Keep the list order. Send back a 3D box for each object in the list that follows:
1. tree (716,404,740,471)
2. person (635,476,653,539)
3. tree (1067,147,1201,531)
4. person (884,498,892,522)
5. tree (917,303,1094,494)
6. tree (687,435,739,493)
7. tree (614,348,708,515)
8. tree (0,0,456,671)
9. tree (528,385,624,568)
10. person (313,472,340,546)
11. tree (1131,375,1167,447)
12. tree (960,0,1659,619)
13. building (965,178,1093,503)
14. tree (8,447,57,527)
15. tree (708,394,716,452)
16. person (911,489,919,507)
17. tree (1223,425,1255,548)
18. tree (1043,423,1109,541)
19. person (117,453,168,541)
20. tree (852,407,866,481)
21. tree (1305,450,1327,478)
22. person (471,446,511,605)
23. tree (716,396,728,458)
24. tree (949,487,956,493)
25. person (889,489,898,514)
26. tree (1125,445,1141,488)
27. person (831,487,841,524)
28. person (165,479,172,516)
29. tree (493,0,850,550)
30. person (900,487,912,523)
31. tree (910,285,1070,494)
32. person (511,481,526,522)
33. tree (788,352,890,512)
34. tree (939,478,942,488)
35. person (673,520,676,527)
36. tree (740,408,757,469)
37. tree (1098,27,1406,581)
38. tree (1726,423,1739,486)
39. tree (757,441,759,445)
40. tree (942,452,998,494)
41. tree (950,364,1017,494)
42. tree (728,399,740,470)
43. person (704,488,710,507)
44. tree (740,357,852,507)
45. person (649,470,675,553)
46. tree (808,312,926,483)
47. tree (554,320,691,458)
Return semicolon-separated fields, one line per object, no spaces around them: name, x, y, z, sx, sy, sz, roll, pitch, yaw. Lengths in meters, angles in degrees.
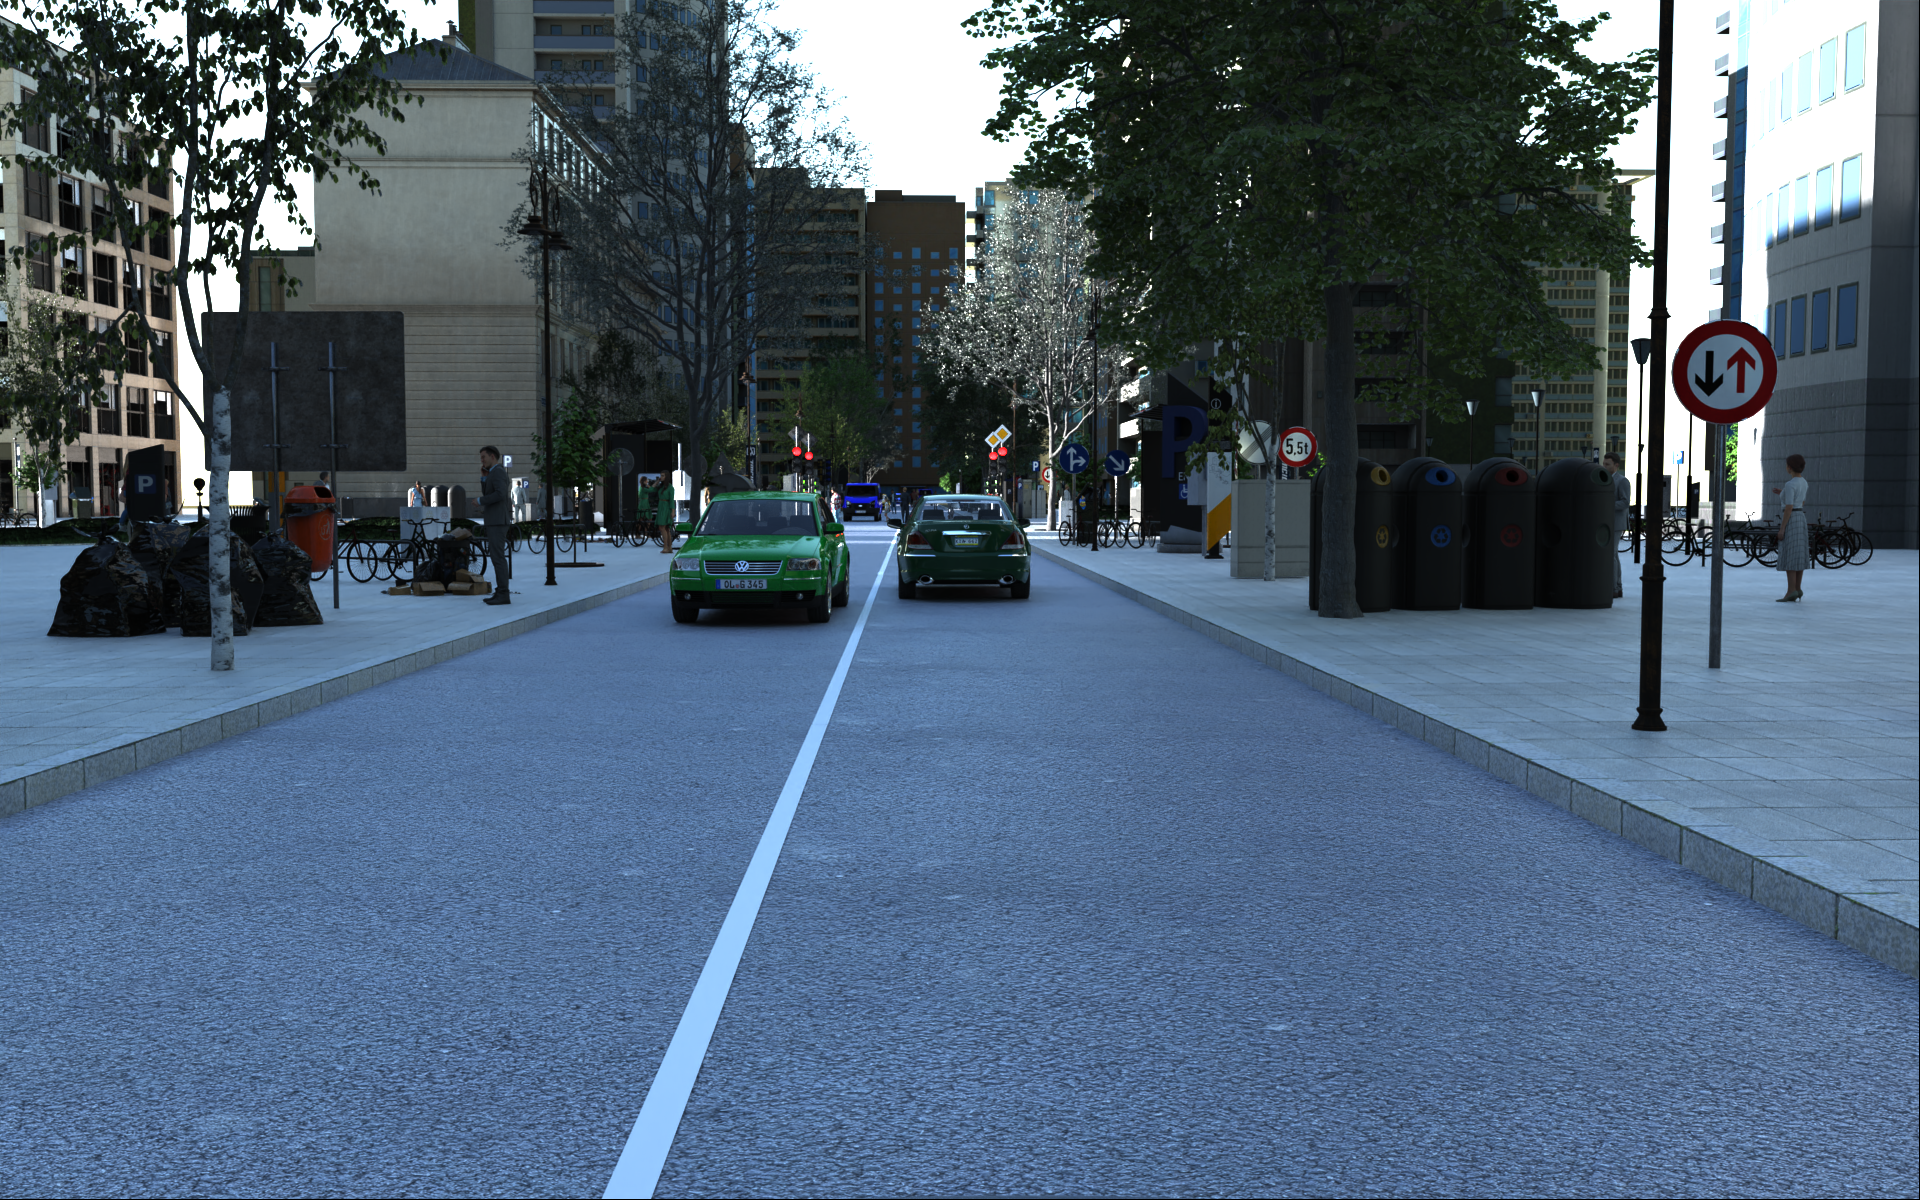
tree;-18.546;-11.765;142.724;4.737;8.622;4.395;0;3;0
person;-9.122;-2.667;49.890;0.529;1.795;0.600;-2;4;-24
tree;3.349;-9.166;60.230;12.009;13.543;11.850;0;3;0
person;-3.707;-4.600;88.721;0.382;1.210;0.505;0;4;0
tree;2.079;-9.165;84.255;8.767;10.594;7.601;-1;4;-19
tree;-8.232;-3.824;57.122;1.663;3.219;1.824;0;3;0
tree;-14.916;-8.300;86.060;4.360;8.622;3.978;0;3;0
tree;-5.477;-3.807;12.602;4.360;8.622;3.978;0;3;0
tree;-6.735;-2.211;30.745;1.663;3.219;1.824;0;3;0
person;-15.437;-2.184;41.852;0.850;1.850;0.679;1;4;10
tree;12.187;-9.540;106.346;4.360;8.622;3.978;0;3;0
tree;3.539;-6.089;17.680;7.486;12.596;7.792;0;3;0
building;16.039;-39.259;261.491;30.456;49.044;23.786;0;4;-2
tree;-34.753;-4.304;64.967;1.663;3.219;1.824;0;3;0
tree;-17.066;-9.371;103.585;4.360;8.622;3.978;0;3;0
person;-3.235;-7.252;127.046;0.580;1.828;0.573;-1;4;-21
tree;6.316;-2.875;41.611;1.663;3.219;1.824;0;3;0
tree;3.368;-3.235;47.495;1.663;3.219;1.824;0;3;0
person;-10.563;-0.998;22.339;0.573;1.828;0.580;0;4;5
tree;-8.621;-10.121;115.849;4.737;8.622;4.395;0;3;0
tree;14.248;-4.368;66.023;1.663;3.219;1.824;0;3;0
person;-5.484;-0.882;20.265;0.447;1.846;0.655;-1;4;-19
tree;-17.497;-9.741;109.625;4.360;8.622;3.978;0;3;0
tree;-0.383;-11.592;184.130;1.663;3.219;1.824;0;3;0
person;-4.798;-7.071;124.452;0.623;1.781;0.721;-1;4;-12
tree;11.230;-7.106;99.899;4.285;4.588;4.351;0;3;0
person;-4.873;-3.617;68.481;0.643;1.720;0.563;-2;4;-30
person;-25.952;-3.072;56.693;0.576;1.772;0.534;2;4;32
tree;-5.992;-7.899;39.524;12.009;13.543;11.850;0;3;0
person;-2.696;-4.703;85.812;0.576;1.772;0.534;-1;4;-16
tree;1.655;-12.171;105.657;9.857;13.997;8.962;0;3;0
person;-17.533;-3.839;68.915;0.635;1.810;0.391;0;4;0
tree;-9.050;-12.319;127.167;9.928;11.665;9.643;0;3;0
tree;0.373;-10.903;161.972;4.285;4.588;4.351;0;3;0
person;-10.806;-3.517;63.735;0.728;1.800;0.709;0;4;7
tree;-17.520;-10.880;128.245;4.360;8.622;3.978;0;3;0
tree;4.387;-4.594;25.480;4.737;8.622;4.395;0;3;0
tree;29.124;-4.829;62.661;4.285;4.588;4.351;0;3;0
tree;-19.123;-12.094;148.102;4.360;8.622;3.978;0;3;0
tree;1.348;-8.022;114.873;4.285;4.588;4.351;0;3;0
tree;1.432;-8.972;97.056;4.360;8.622;3.978;0;3;0
tree;-18.400;-10.383;120.121;4.360;8.622;3.978;0;3;0
person;-8.827;-3.440;62.198;0.656;1.842;0.836;-1;4;-22
tree;-8.823;-8.780;93.913;4.737;8.622;4.395;0;3;0
person;-6.346;-1.902;37.395;0.600;1.795;0.529;2;4;28
tree;-9.057;-19.790;179.462;12.611;20.169;13.585;0;3;0
tree;-17.920;-9.715;93.259;7.601;10.594;8.767;0;4;5
